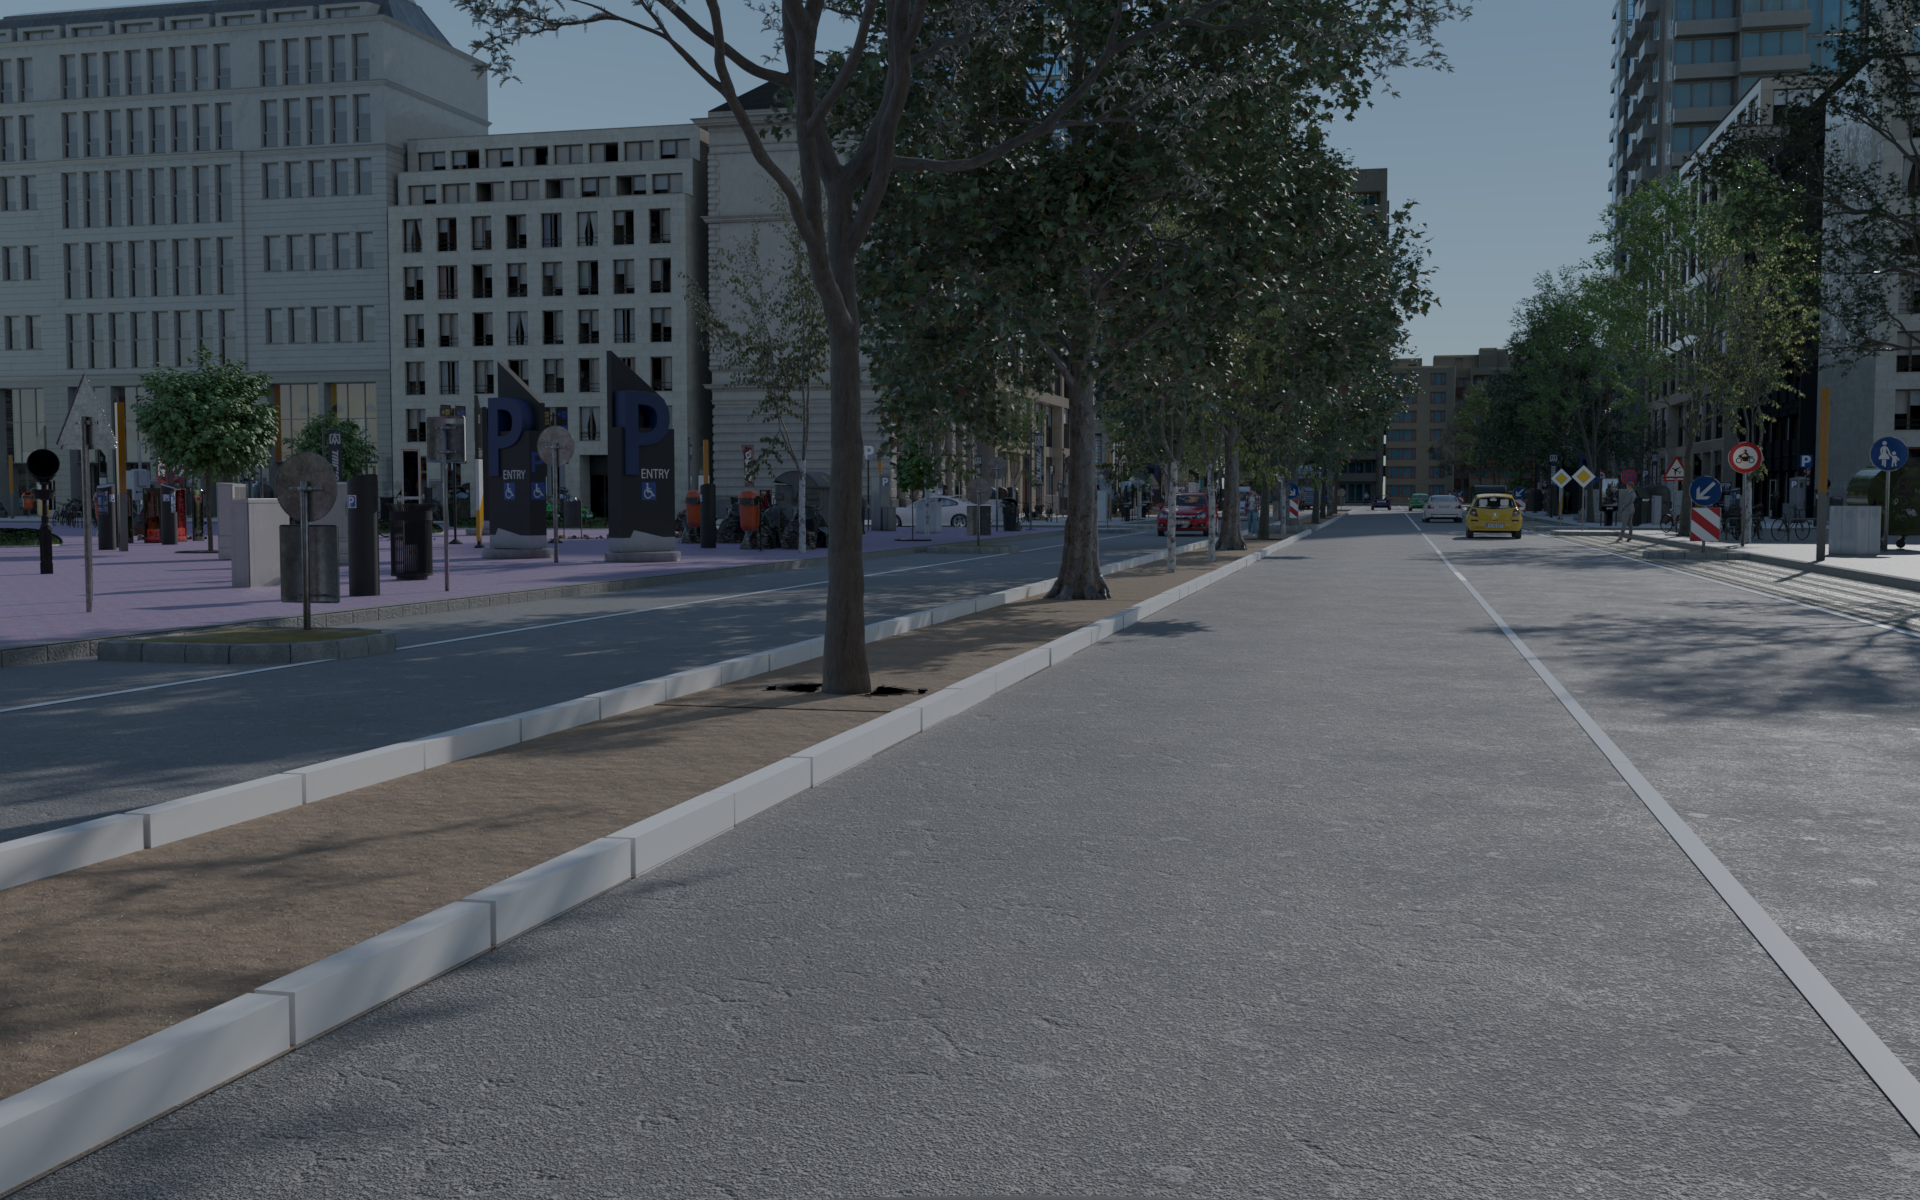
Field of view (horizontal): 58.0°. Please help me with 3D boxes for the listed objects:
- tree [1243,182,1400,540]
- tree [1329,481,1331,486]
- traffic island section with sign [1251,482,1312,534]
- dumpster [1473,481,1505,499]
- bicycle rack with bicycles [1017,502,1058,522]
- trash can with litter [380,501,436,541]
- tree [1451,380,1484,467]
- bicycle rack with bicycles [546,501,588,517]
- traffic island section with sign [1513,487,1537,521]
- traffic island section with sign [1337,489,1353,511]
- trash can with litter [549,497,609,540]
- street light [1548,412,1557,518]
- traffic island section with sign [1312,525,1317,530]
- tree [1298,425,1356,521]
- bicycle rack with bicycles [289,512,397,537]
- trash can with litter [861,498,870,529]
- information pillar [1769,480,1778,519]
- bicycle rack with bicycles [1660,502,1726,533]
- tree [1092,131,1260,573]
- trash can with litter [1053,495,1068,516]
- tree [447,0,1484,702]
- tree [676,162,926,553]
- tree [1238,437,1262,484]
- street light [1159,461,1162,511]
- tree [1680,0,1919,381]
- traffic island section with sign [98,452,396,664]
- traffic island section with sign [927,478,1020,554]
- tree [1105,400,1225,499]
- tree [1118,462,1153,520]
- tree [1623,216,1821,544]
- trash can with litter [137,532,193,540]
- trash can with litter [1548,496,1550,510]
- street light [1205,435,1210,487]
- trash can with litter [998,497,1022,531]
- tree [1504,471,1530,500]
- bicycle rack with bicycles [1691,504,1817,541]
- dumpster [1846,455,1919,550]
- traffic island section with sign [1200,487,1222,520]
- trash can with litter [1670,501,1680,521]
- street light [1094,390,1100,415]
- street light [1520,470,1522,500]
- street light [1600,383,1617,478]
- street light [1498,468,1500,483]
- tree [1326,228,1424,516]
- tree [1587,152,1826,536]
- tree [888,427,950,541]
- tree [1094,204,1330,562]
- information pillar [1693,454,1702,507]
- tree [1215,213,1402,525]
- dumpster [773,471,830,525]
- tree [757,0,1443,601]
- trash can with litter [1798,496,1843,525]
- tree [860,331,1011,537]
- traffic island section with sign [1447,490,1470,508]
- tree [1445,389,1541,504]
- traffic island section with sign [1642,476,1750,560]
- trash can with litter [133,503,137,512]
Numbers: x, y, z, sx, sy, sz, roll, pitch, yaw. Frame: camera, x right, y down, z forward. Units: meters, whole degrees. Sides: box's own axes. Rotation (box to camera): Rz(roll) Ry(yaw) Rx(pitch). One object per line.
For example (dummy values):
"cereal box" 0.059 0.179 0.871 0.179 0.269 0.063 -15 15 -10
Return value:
"tree" 9.530 -7.659 53.430 9.928 11.665 9.643 0 3 0
"tree" 11.411 -6.598 60.700 4.737 8.622 4.395 0 3 0
"traffic island section with sign" 11.626 -3.349 62.889 2.006 1.907 1.989 1 4 14
"dumpster" 34.312 -6.567 112.320 1.985 2.255 1.502 1 4 13
"bicycle rack with bicycles" 3.398 -4.008 78.905 2.852 0.926 2.925 0 4 4
"trash can with litter" -15.265 -2.247 47.794 1.678 1.210 2.233 -2 4 -35
"tree" 28.366 -9.295 77.723 9.928 11.665 9.643 0 3 0
"bicycle rack with bicycles" -20.110 -4.534 87.521 2.852 0.926 2.925 0 4 5
"traffic island section with sign" 29.499 -5.090 91.854 1.989 1.847 2.006 1 4 14
"traffic island section with sign" 31.464 -8.250 143.025 2.006 1.907 1.989 1 4 14
"trash can with litter" -10.684 -2.343 49.358 2.233 1.210 1.678 0 4 2
"street light" 32.107 -7.407 93.886 0.468 5.910 1.993 1 4 14
"traffic island section with sign" 13.416 -3.788 70.078 2.006 1.907 1.989 1 4 14
"tree" 19.088 -8.516 92.052 4.360 8.622 3.978 0 3 0
"bicycle rack with bicycles" -18.269 -2.267 50.443 2.925 0.926 2.852 0 4 4
"trash can with litter" -3.466 -2.869 58.300 0.624 1.170 1.055 1 4 13
"information pillar" 41.784 -5.167 88.971 0.304 2.012 0.304 3 5 41
"bicycle rack with bicycles" 24.557 -2.620 56.213 2.852 0.926 2.925 -1 4 -9
"tree" 3.876 -4.805 31.390 4.360 8.622 3.978 0 3 0
"trash can with litter" 6.442 -5.646 103.363 2.233 1.210 1.678 3 4 38
"tree" -0.823 -6.060 11.900 12.009 13.543 11.850 0 3 0
"tree" -3.655 -5.332 37.534 4.360 8.622 3.978 0 3 0
"tree" 19.918 -13.265 135.017 7.486 12.596 7.792 0 3 0
"street light" 11.047 -7.492 95.277 0.468 5.910 1.993 1 4 14
"tree" 16.014 -5.653 26.841 8.767 10.594 7.601 0 4 6
"traffic island section with sign" -6.237 -0.426 15.594 1.989 1.847 2.006 1 4 14
"traffic island section with sign" 0.391 -2.061 42.320 1.989 1.847 2.006 1 4 14
"tree" 11.987 -11.244 101.966 7.486 12.596 7.792 0 3 0
"tree" 8.716 -5.534 85.090 1.663 3.219 1.824 0 3 0
"tree" 20.216 -5.769 44.684 4.360 8.622 3.978 0 3 0
"trash can with litter" -22.415 -2.300 48.665 2.233 1.210 1.678 1 4 9
"trash can with litter" 40.932 -6.622 119.650 0.624 1.170 1.055 1 4 17
"street light" 16.824 -8.881 117.997 0.468 5.910 1.993 1 4 14
"trash can with litter" 1.762 -2.972 59.986 0.624 1.170 1.055 1 4 21
"tree" 39.426 -7.804 122.200 1.663 3.219 1.824 0 3 0
"bicycle rack with bicycles" 22.447 -2.132 48.240 2.925 0.926 2.852 -3 4 -36
"dumpster" 21.618 -2.305 40.182 1.502 2.255 1.985 1 4 14
"traffic island section with sign" 13.602 -5.327 95.730 1.989 1.847 2.006 1 4 14
"trash can with litter" 33.332 -4.274 81.267 0.624 1.170 1.055 -2 4 -33
"street light" 5.525 -6.098 72.495 0.468 5.910 1.993 1 4 14
"street light" 37.952 -8.830 117.163 0.468 5.910 1.993 1 4 14
"street light" 26.427 -5.989 70.713 0.468 5.910 1.993 1 4 14
"street light" 43.554 -10.223 139.926 0.468 5.910 1.993 1 4 14
"tree" 22.633 -15.456 111.053 12.611 20.169 13.585 0 3 0
"tree" 22.336 -7.759 52.621 9.928 11.665 9.643 0 3 0
"tree" -1.309 -3.222 47.277 1.663 3.219 1.824 0 3 0
"tree" 5.260 -5.077 35.827 4.737 8.622 4.395 0 3 0
"information pillar" 42.725 -6.670 100.406 0.504 3.616 0.183 -1 4 -14
"tree" 14.134 -10.058 73.560 9.857 13.997 8.962 0 3 0
"dumpster" -3.868 -2.311 43.544 1.264 1.857 1.865 1 4 14
"tree" 1.684 -6.363 23.508 9.611 12.733 9.660 0 3 0
"trash can with litter" 35.851 -3.701 71.568 1.678 1.210 2.233 -3 4 -39
"tree" -0.961 -6.170 51.235 4.737 8.622 4.395 0 3 0
"traffic island section with sign" 48.193 -9.709 167.364 1.989 1.847 2.006 1 4 14
"tree" 41.452 -11.880 128.654 7.601 10.594 8.767 2 4 34
"traffic island section with sign" 16.284 -1.823 38.439 1.989 1.847 2.006 1 4 14
"trash can with litter" -29.690 -3.118 62.373 1.055 1.170 0.624 -3 4 -38
